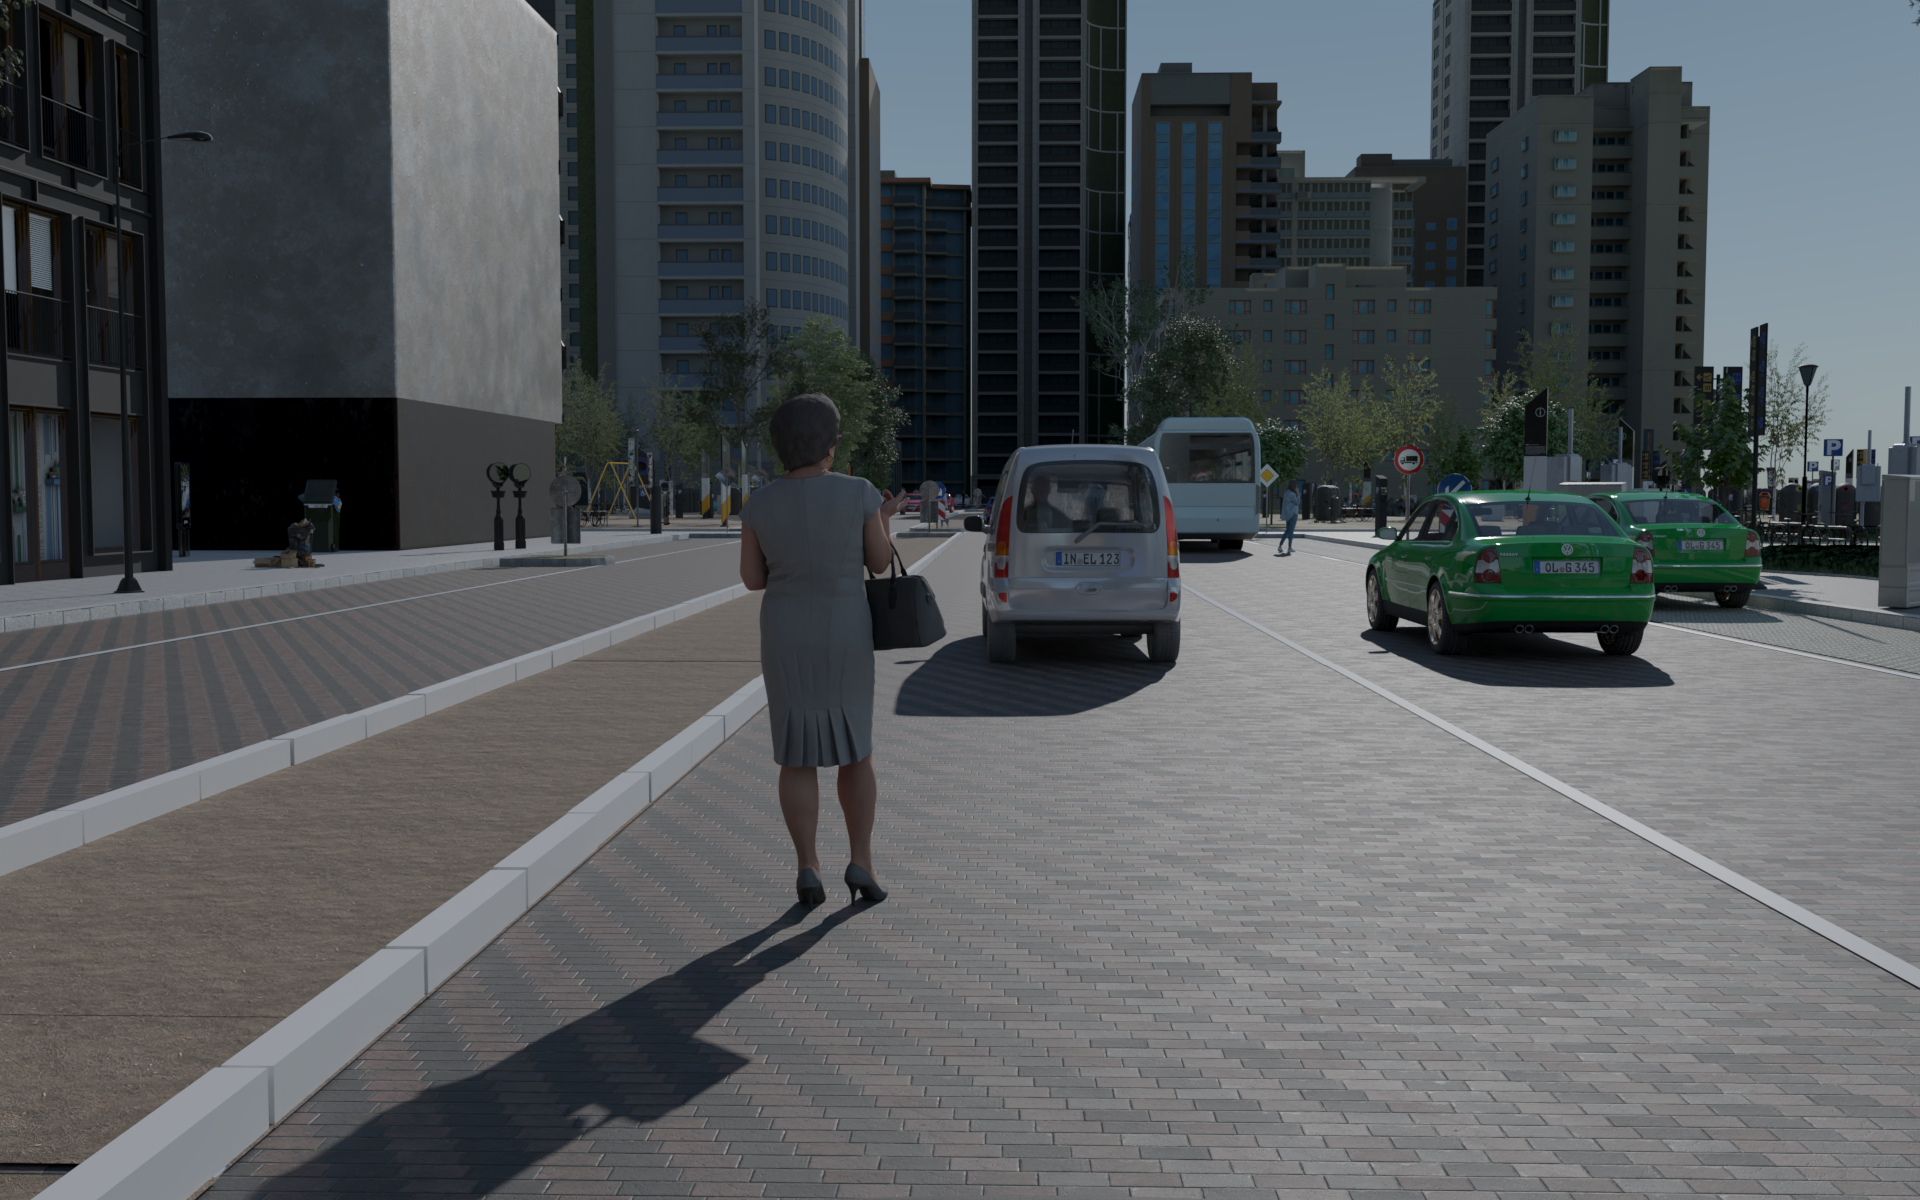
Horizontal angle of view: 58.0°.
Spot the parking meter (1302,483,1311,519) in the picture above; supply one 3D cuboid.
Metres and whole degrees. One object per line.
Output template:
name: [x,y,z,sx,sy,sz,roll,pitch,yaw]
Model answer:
parking meter: [17.546,-5.022,87.813,0.255,1.863,0.399,-3,5,-42]

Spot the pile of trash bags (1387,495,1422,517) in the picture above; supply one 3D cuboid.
pile of trash bags: [26.192,-5.463,99.070,3.447,1.369,1.912,0,4,-2]

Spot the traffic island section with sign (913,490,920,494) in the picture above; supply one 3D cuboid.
traffic island section with sign: [-4.177,-9.705,167.302,1.989,1.847,2.006,0,4,2]

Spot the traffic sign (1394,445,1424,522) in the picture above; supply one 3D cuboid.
traffic sign: [11.660,-2.748,45.043,0.768,2.556,0.104,1,4,9]

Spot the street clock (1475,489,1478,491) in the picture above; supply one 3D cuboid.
street clock: [33.376,-6.588,112.284,0.471,2.002,0.358,2,4,28]

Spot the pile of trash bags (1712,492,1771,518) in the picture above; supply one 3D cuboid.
pile of trash bags: [42.196,-5.164,94.190,3.447,1.369,1.912,1,4,21]

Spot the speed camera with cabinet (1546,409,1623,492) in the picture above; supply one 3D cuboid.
speed camera with cabinet: [14.616,-2.840,40.770,2.038,3.252,0.660,-2,4,-35]

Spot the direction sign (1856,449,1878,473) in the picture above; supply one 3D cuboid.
direction sign: [45.692,-5.836,87.417,0.876,3.537,0.379,1,4,12]

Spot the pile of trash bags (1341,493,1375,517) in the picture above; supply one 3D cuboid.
pile of trash bags: [21.255,-5.220,95.100,3.447,1.369,1.912,-2,4,-27]

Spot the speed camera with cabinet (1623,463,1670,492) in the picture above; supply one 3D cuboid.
speed camera with cabinet: [20.137,-3.505,51.641,2.038,3.252,0.660,-1,4,-16]

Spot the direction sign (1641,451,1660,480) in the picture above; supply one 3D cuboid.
direction sign: [36.317,-6.063,91.127,0.876,3.537,0.379,1,4,20]

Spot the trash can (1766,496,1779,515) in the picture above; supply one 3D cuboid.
trash can: [50.472,-5.871,107.646,0.748,1.137,0.748,0,3,0]

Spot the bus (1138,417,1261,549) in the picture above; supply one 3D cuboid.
bus: [6.326,-3.260,48.154,2.948,3.499,13.247,0,4,4]

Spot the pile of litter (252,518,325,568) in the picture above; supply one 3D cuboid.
pile of litter: [-11.825,-1.009,30.462,1.176,0.858,1.719,-2,4,-26]

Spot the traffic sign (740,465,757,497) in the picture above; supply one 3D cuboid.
traffic sign: [-9.233,-4.623,75.689,0.768,2.556,0.104,0,4,6]

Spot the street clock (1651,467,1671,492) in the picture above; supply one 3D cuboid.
street clock: [18.903,-2.578,46.728,0.471,2.002,0.358,-1,4,-21]

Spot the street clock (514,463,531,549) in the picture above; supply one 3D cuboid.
street clock: [-10.319,-2.205,40.622,0.471,2.002,0.358,-3,5,-42]

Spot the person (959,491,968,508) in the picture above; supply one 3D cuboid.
person: [0.395,-10.391,178.909,1.217,1.766,0.721,3,5,41]

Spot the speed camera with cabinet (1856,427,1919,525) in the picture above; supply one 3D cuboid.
speed camera with cabinet: [28.766,-3.610,53.357,2.038,3.252,0.660,2,4,29]

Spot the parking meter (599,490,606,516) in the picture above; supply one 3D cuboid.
parking meter: [-20.538,-5.567,99.428,0.372,1.533,0.369,0,3,0]

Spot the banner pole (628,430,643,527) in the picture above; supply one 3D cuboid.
banner pole: [-12.696,-4.737,67.463,0.401,3.779,0.863,-3,5,-43]

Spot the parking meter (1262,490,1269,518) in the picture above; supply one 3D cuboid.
parking meter: [16.684,-5.265,94.501,0.372,1.533,0.369,0,3,0]

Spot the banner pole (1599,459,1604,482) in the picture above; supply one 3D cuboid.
banner pole: [43.583,-7.810,117.716,0.401,3.779,0.863,3,5,41]

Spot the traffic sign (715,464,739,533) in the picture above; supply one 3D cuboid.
traffic sign: [-7.738,-3.297,57.553,0.795,2.450,0.064,0,4,2]

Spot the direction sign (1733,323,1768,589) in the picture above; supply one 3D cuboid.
direction sign: [10.748,-1.921,23.398,0.379,3.537,0.876,1,4,12]

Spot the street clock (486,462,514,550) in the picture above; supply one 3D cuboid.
street clock: [-10.514,-2.133,39.451,0.471,2.002,0.358,-2,4,-32]

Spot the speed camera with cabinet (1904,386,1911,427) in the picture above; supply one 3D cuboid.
speed camera with cabinet: [17.770,-2.259,31.277,0.660,3.252,2.038,-1,4,-16]

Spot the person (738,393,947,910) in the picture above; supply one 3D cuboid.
person: [-0.402,0.169,6.093,0.716,1.782,0.532,0,4,3]

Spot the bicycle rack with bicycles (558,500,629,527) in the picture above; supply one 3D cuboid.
bicycle rack with bicycles: [-14.940,-3.349,68.136,2.852,0.926,2.925,2,4,27]

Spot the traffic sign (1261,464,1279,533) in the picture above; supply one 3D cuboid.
traffic sign: [10.097,-3.264,57.006,0.795,2.450,0.064,0,4,2]

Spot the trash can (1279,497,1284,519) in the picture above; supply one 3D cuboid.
trash can: [16.017,-4.485,84.985,0.748,1.137,0.748,0,3,0]

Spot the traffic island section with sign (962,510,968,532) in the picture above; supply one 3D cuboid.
traffic island section with sign: [-0.828,-3.481,65.055,2.006,1.907,1.989,0,4,2]

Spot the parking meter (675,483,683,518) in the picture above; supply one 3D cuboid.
parking meter: [-14.941,-5.281,92.055,0.399,1.863,0.255,-2,4,-31]

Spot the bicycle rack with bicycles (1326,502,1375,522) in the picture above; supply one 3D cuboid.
bicycle rack with bicycles: [18.545,-4.143,81.125,2.925,0.926,2.852,0,4,-8]

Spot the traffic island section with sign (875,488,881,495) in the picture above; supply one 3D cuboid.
traffic island section with sign: [-5.657,-6.669,117.661,1.989,1.847,2.006,0,4,2]

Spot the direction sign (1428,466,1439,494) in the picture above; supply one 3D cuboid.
direction sign: [37.735,-8.929,137.994,0.876,3.537,0.379,2,4,27]

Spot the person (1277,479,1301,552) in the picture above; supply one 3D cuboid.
person: [8.098,-2.071,42.631,0.793,1.790,0.793,3,5,43]

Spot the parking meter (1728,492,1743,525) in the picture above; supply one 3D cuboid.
parking meter: [22.850,-2.607,51.036,0.372,1.533,0.369,0,3,0]

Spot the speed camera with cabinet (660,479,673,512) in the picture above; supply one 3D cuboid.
speed camera with cabinet: [-18.529,-6.792,105.392,2.038,3.252,0.660,1,4,10]

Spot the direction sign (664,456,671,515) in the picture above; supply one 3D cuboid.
direction sign: [-17.574,-6.861,104.175,0.379,3.537,0.876,-2,4,-32]

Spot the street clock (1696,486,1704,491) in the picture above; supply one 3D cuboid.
street clock: [41.015,-5.594,96.025,0.471,2.002,0.358,1,4,15]

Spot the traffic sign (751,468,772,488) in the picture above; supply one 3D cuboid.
traffic sign: [-7.502,-3.785,65.535,0.795,2.450,0.064,0,4,2]

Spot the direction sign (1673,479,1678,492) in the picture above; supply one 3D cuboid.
direction sign: [44.497,-7.056,107.359,0.876,3.537,0.379,-2,4,-30]

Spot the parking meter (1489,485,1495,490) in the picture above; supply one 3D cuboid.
parking meter: [34.751,-6.567,113.076,0.399,1.863,0.255,2,4,26]

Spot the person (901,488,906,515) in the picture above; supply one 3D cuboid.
person: [-3.910,-6.718,118.149,0.447,1.846,0.655,0,4,8]

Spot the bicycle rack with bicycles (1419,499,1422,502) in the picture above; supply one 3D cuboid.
bicycle rack with bicycles: [34.800,-7.243,131.803,2.852,0.926,2.925,1,4,19]

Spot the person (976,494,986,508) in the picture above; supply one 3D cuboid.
person: [2.095,-10.197,176.006,1.217,1.735,0.721,0,4,6]

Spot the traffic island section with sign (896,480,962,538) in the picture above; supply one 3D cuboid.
traffic island section with sign: [-1.057,-3.028,57.651,2.006,1.907,1.989,0,4,2]

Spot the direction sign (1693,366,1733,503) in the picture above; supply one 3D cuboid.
direction sign: [13.436,-2.372,30.779,0.876,3.537,0.379,0,4,-4]

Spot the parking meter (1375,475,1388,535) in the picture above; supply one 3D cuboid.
parking meter: [13.122,-2.950,53.952,0.255,1.863,0.399,-1,4,-11]

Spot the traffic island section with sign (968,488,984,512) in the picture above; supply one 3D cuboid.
traffic island section with sign: [1.390,-8.075,140.161,2.006,1.907,1.989,0,4,2]

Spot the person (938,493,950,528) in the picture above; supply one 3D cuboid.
person: [-0.712,-3.866,71.976,0.793,1.790,0.793,2,4,28]

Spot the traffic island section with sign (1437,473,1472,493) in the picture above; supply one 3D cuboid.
traffic island section with sign: [9.449,-1.561,34.158,1.989,1.847,2.006,0,4,2]

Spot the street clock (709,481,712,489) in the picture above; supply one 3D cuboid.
street clock: [-13.974,-5.594,96.031,0.471,2.002,0.358,-1,4,-22]

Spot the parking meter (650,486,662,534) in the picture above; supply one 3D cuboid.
parking meter: [-9.807,-2.901,55.846,0.372,1.533,0.369,0,3,0]

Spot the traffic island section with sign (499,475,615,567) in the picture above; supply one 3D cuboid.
traffic island section with sign: [-8.100,-1.624,35.173,1.989,1.847,2.006,0,4,2]

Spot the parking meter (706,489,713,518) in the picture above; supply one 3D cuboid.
parking meter: [-13.209,-5.078,91.442,0.372,1.533,0.369,0,3,0]
